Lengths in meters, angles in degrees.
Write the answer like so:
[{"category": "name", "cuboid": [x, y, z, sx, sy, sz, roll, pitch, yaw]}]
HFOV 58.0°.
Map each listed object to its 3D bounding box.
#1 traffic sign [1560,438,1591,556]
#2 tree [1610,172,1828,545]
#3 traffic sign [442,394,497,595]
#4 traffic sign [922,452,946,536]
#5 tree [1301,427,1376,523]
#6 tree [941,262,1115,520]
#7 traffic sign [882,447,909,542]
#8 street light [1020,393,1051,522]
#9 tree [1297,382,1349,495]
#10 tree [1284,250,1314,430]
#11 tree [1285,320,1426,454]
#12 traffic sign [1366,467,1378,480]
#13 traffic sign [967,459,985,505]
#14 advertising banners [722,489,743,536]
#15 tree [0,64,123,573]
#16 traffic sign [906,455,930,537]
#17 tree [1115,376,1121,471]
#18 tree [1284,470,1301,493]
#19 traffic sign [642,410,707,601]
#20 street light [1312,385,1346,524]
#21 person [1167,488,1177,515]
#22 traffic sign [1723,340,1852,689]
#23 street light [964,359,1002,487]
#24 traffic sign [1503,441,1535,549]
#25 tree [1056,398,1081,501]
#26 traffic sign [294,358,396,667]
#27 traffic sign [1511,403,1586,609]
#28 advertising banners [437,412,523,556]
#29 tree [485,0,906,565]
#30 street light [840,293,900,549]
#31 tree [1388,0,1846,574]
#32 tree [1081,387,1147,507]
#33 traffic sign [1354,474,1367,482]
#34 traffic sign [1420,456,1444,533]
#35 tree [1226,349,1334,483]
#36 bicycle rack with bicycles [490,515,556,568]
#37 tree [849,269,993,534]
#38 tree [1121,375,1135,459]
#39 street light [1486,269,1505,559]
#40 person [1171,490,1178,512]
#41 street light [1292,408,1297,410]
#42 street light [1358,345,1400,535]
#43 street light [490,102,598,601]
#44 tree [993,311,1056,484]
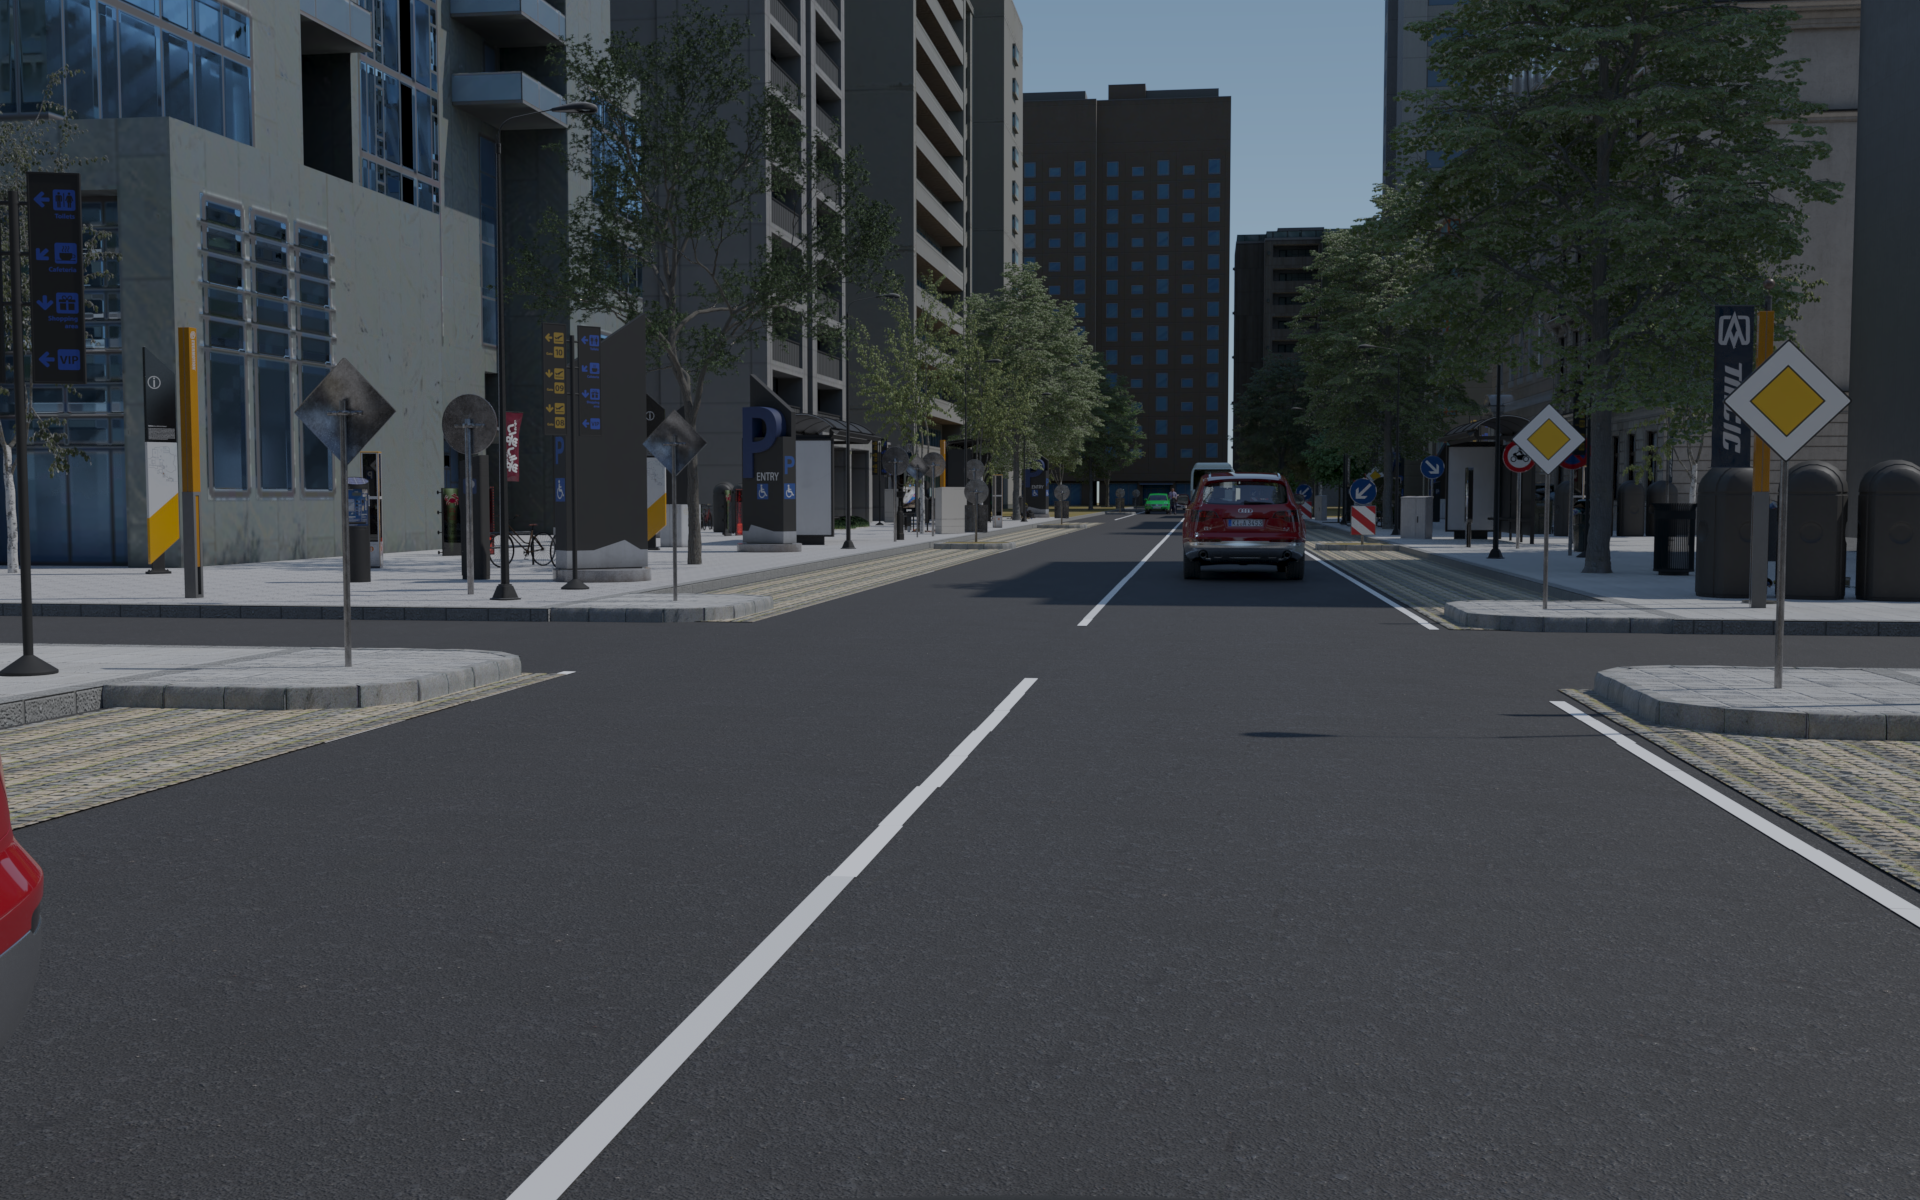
[{"category": "traffic sign", "cuboid": [12.706, -2.195, 35.998, 0.768, 2.556, 0.104, 1, 4, 11]}, {"category": "tree", "cuboid": [17.270, -5.424, 39.042, 4.737, 8.622, 4.395, 0, 3, 0]}, {"category": "traffic sign", "cuboid": [-6.253, -1.343, 22.057, 0.768, 2.556, 0.104, 1, 4, 13]}, {"category": "traffic sign", "cuboid": [-0.820, -3.200, 52.433, 0.768, 2.556, 0.104, 1, 4, 14]}, {"category": "tree", "cuboid": [16.752, -5.695, 76.830, 4.285, 4.588, 4.351, 0, 3, 0]}, {"category": "tree", "cuboid": [2.755, -10.180, 84.572, 7.486, 12.596, 7.792, 0, 3, 0]}, {"category": "traffic sign", "cuboid": [-1.749, -2.843, 46.588, 0.768, 2.556, 0.104, 1, 4, 17]}, {"category": "street light", "cuboid": [3.491, -6.546, 79.561, 1.470, 5.913, 1.316, 0, 4, 8]}, {"category": "tree", "cuboid": [22.248, -9.516, 105.944, 4.360, 8.622, 3.978, 0, 3, 0]}, {"category": "tree", "cuboid": [15.530, -8.855, 62.908, 7.486, 12.596, 7.792, 0, 3, 0]}, {"category": "tree", "cuboid": [19.363, -9.185, 84.594, 7.601, 10.594, 8.767, 1, 4, 16]}, {"category": "traffic sign", "cuboid": [17.193, -4.315, 71.741, 0.795, 2.450, 0.064, 1, 4, 10]}, {"category": "traffic sign", "cuboid": [0.512, -3.869, 63.366, 0.768, 2.556, 0.104, 1, 4, 11]}, {"category": "advertising banners", "cuboid": [-6.829, -3.495, 53.338, 0.090, 3.025, 2.074, 1, 4, 19]}, {"category": "tree", "cuboid": [-15.383, -4.726, 27.629, 4.360, 8.622, 3.978, 0, 3, 0]}, {"category": "traffic sign", "cuboid": [-1.261, -3.058, 51.180, 0.795, 2.450, 0.064, 1, 4, 17]}, {"category": "tree", "cuboid": [4.951, -11.072, 99.159, 7.486, 12.596, 7.792, 0, 3, 0]}, {"category": "tree", "cuboid": [26.484, -8.789, 138.298, 1.663, 3.219, 1.824, 0, 3, 0]}, {"category": "traffic sign", "cuboid": [-3.412, -1.044, 20.713, 0.795, 2.450, 0.064, 0, 4, 8]}, {"category": "street light", "cuboid": [15.749, -6.172, 73.449, 1.470, 5.913, 1.316, 0, 4, 8]}, {"category": "person", "cuboid": [14.803, -6.873, 120.747, 0.709, 1.838, 0.599, 1, 4, 12]}, {"category": "traffic sign", "cuboid": [5.398, -0.473, 11.371, 0.795, 2.450, 0.064, 0, 4, 8]}, {"category": "street light", "cuboid": [0.733, -5.340, 59.855, 1.470, 5.913, 1.316, 0, 4, 8]}, {"category": "traffic sign", "cuboid": [13.120, -2.481, 40.672, 0.768, 2.556, 0.104, 1, 4, 8]}, {"category": "tree", "cuboid": [6.210, -9.775, 110.187, 4.737, 8.622, 4.395, 0, 3, 0]}, {"category": "traffic sign", "cuboid": [-4.543, -0.561, 12.808, 0.795, 2.450, 0.064, 0, 4, 8]}, {"category": "traffic sign", "cuboid": [6.528, -0.956, 19.276, 0.795, 2.450, 0.064, 0, 4, 8]}, {"category": "advertising banners", "cuboid": [-10.031, -2.455, 36.329, 0.090, 3.025, 2.074, 3, 5, 42]}, {"category": "tree", "cuboid": [-4.713, -5.944, 31.590, 8.767, 10.594, 7.601, 1, 4, 17]}, {"category": "street light", "cuboid": [-2.079, -4.144, 40.298, 1.470, 5.913, 1.316, 0, 4, 8]}, {"category": "tree", "cuboid": [10.319, -6.736, 28.257, 7.486, 12.596, 7.792, 0, 3, 0]}, {"category": "tree", "cuboid": [14.115, -14.726, 166.523, 9.928, 11.665, 9.643, 0, 3, 0]}, {"category": "traffic sign", "cuboid": [21.383, -5.672, 92.839, 0.768, 2.556, 0.104, 1, 4, 10]}, {"category": "traffic sign", "cuboid": [15.694, -3.516, 57.592, 0.768, 2.556, 0.104, 1, 4, 16]}, {"category": "tree", "cuboid": [28.476, -15.081, 153.231, 9.857, 13.997, 8.962, 0, 3, 0]}, {"category": "bicycle rack with bicycles", "cuboid": [-7.045, -1.032, 30.256, 2.852, 0.926, 2.925, 1, 4, 23]}, {"category": "tree", "cuboid": [-1.458, -6.460, 55.976, 4.737, 8.622, 4.395, 0, 3, 0]}, {"category": "tree", "cuboid": [10.346, -13.443, 137.914, 7.486, 12.596, 7.792, 0, 3, 0]}, {"category": "street light", "cuboid": [10.111, -3.780, 34.336, 1.470, 5.913, 1.316, 0, 4, 8]}, {"category": "person", "cuboid": [17.126, -7.976, 139.442, 0.750, 1.759, 0.617, -2, 4, -26]}, {"category": "street light", "cuboid": [18.484, -7.369, 93.017, 1.470, 5.913, 1.316, 0, 4, 8]}, {"category": "street light", "cuboid": [13.054, -4.975, 53.875, 1.470, 5.913, 1.316, 0, 4, 8]}, {"category": "street light", "cuboid": [-4.982, -2.949, 20.754, 1.470, 5.913, 1.316, 0, 4, 8]}, {"category": "tree", "cuboid": [1.084, -7.240, 68.741, 4.737, 8.622, 4.395, 0, 3, 0]}]
